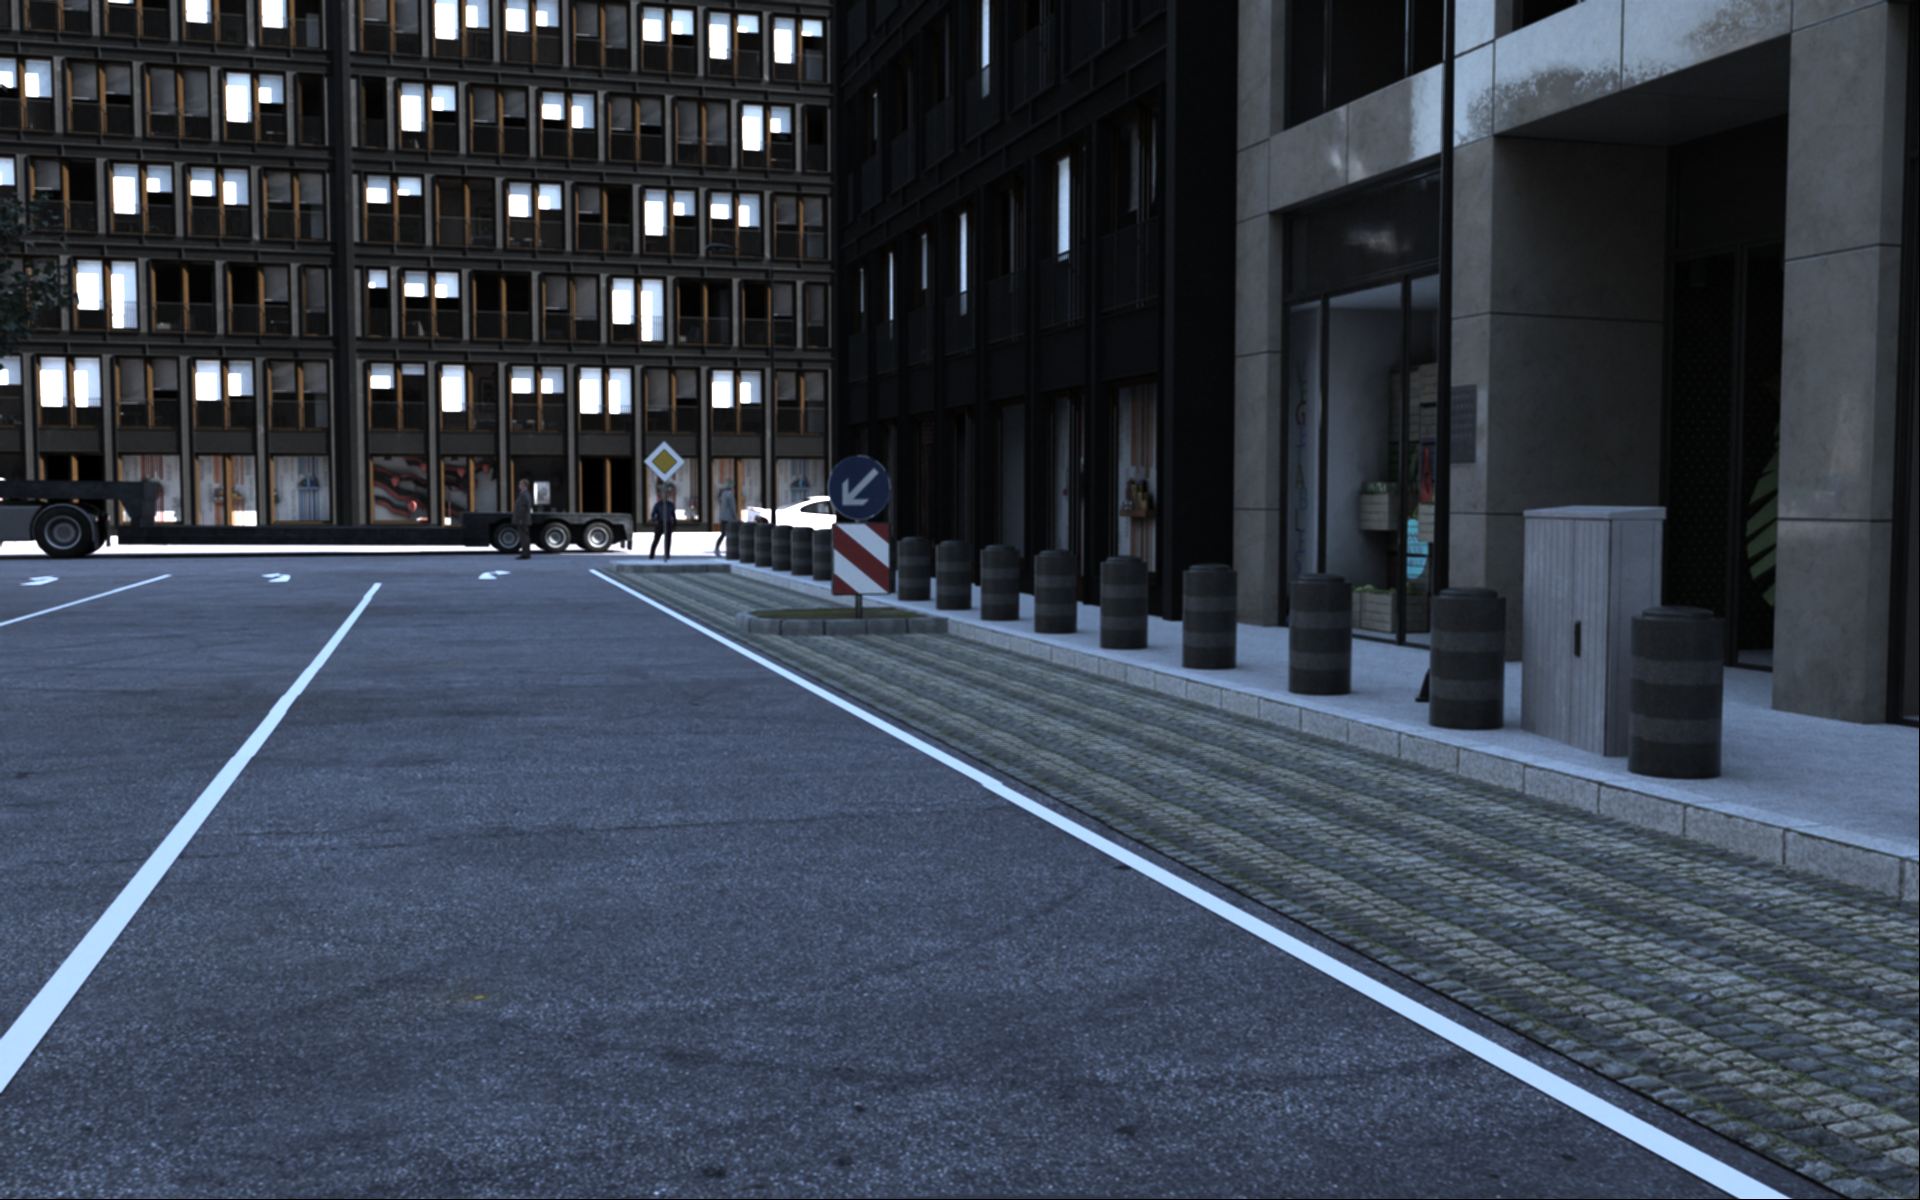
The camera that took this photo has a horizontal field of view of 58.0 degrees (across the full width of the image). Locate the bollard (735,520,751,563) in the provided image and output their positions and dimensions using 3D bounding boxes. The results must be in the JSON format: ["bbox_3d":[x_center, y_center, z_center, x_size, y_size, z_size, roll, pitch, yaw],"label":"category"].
[{"bbox_3d":[-3.909,-1.076,32.303,0.404,0.777,0.398,0,3,0],"label":"bollard"}]

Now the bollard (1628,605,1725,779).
[{"bbox_3d":[3.290,0.413,7.959,0.404,0.777,0.398,0,3,0],"label":"bollard"}]

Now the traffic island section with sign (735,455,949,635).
[{"bbox_3d":[-1.341,-0.599,18.419,1.989,1.847,2.006,-1,4,-16],"label":"traffic island section with sign"}]

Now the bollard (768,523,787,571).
[{"bbox_3d":[-2.952,-0.877,29.058,0.404,0.777,0.398,0,3,0],"label":"bollard"}]

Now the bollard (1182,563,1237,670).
[{"bbox_3d":[1.848,0.116,12.827,0.404,0.777,0.398,0,3,0],"label":"bollard"}]

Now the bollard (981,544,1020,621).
[{"bbox_3d":[0.409,-0.182,17.689,0.404,0.777,0.398,0,3,0],"label":"bollard"}]

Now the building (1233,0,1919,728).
[{"bbox_3d":[16.754,-12.141,3.019,19.350,26.468,34.151,-1,4,-16],"label":"building"}]

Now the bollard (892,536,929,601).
[{"bbox_3d":[-0.553,-0.381,20.954,0.404,0.777,0.398,0,3,0],"label":"bollard"}]

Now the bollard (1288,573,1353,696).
[{"bbox_3d":[2.331,0.215,11.201,0.404,0.777,0.398,0,3,0],"label":"bollard"}]

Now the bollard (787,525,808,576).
[{"bbox_3d":[-2.472,-0.778,27.442,0.404,0.777,0.398,0,3,0],"label":"bollard"}]

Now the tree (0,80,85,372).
[{"bbox_3d":[-16.165,-6.181,20.521,9.611,12.733,9.660,0,3,0],"label":"tree"}]

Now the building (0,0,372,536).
[{"bbox_3d":[-28.425,-13.923,57.311,15.834,23.373,12.332,-1,4,-16],"label":"building"}]

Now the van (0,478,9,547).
[{"bbox_3d":[-25.409,-2.158,42.296,4.112,2.044,2.013,-1,4,-17],"label":"van"}]

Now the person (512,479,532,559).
[{"bbox_3d":[-9.667,-1.783,38.198,0.434,1.755,0.990,0,4,-6],"label":"person"}]

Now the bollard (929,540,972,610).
[{"bbox_3d":[-0.069,-0.281,19.306,0.404,0.777,0.398,0,3,0],"label":"bollard"}]

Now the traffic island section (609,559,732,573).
[{"bbox_3d":[-5.519,-0.630,32.579,2.009,0.180,2.903,-1,4,-16],"label":"traffic island section"}]

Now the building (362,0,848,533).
[{"bbox_3d":[-13.208,-14.190,61.682,15.834,23.373,12.332,-1,4,-16],"label":"building"}]

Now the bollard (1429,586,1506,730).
[{"bbox_3d":[2.807,0.314,9.584,0.404,0.777,0.398,0,3,0],"label":"bollard"}]

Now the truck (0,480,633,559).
[{"bbox_3d":[-17.218,-3.084,40.180,18.799,4.110,2.967,-1,4,-18],"label":"truck"}]

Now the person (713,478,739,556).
[{"bbox_3d":[-5.376,-1.911,39.927,0.728,1.800,0.709,-2,4,-30],"label":"person"}]

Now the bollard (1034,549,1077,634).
[{"bbox_3d":[0.888,-0.083,16.070,0.404,0.777,0.398,0,3,0],"label":"bollard"}]

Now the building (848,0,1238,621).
[{"bbox_3d":[5.796,-12.012,26.076,12.332,23.373,15.834,-1,4,-16],"label":"building"}]

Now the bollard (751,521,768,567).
[{"bbox_3d":[-3.429,-0.976,30.675,0.404,0.777,0.398,0,3,0],"label":"bollard"}]

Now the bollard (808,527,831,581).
[{"bbox_3d":[-1.993,-0.679,25.812,0.404,0.777,0.398,0,3,0],"label":"bollard"}]

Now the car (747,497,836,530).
[{"bbox_3d":[-2.883,-1.863,42.822,4.827,1.381,2.083,-1,4,-15],"label":"car"}]

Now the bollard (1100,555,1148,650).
[{"bbox_3d":[1.369,0.016,14.454,0.404,0.777,0.398,0,3,0],"label":"bollard"}]

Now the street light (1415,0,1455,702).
[{"bbox_3d":[2.460,-2.319,10.458,1.470,5.913,1.316,-1,4,-16],"label":"street light"}]

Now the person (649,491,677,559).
[{"bbox_3d":[-5.953,-1.422,34.449,0.574,1.496,0.600,0,4,1],"label":"person"}]

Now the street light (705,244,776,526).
[{"bbox_3d":[-4.046,-3.665,32.463,1.470,5.913,1.316,-1,4,-16],"label":"street light"}]

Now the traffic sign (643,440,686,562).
[{"bbox_3d":[-5.539,-1.765,32.495,0.795,2.450,0.064,-1,4,-16],"label":"traffic sign"}]

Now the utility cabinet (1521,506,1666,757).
[{"bbox_3d":[3.231,0.137,8.927,0.306,1.237,1.020,0,4,-5],"label":"utility cabinet"}]

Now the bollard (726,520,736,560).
[{"bbox_3d":[-4.387,-1.175,33.930,0.404,0.777,0.398,0,3,0],"label":"bollard"}]
